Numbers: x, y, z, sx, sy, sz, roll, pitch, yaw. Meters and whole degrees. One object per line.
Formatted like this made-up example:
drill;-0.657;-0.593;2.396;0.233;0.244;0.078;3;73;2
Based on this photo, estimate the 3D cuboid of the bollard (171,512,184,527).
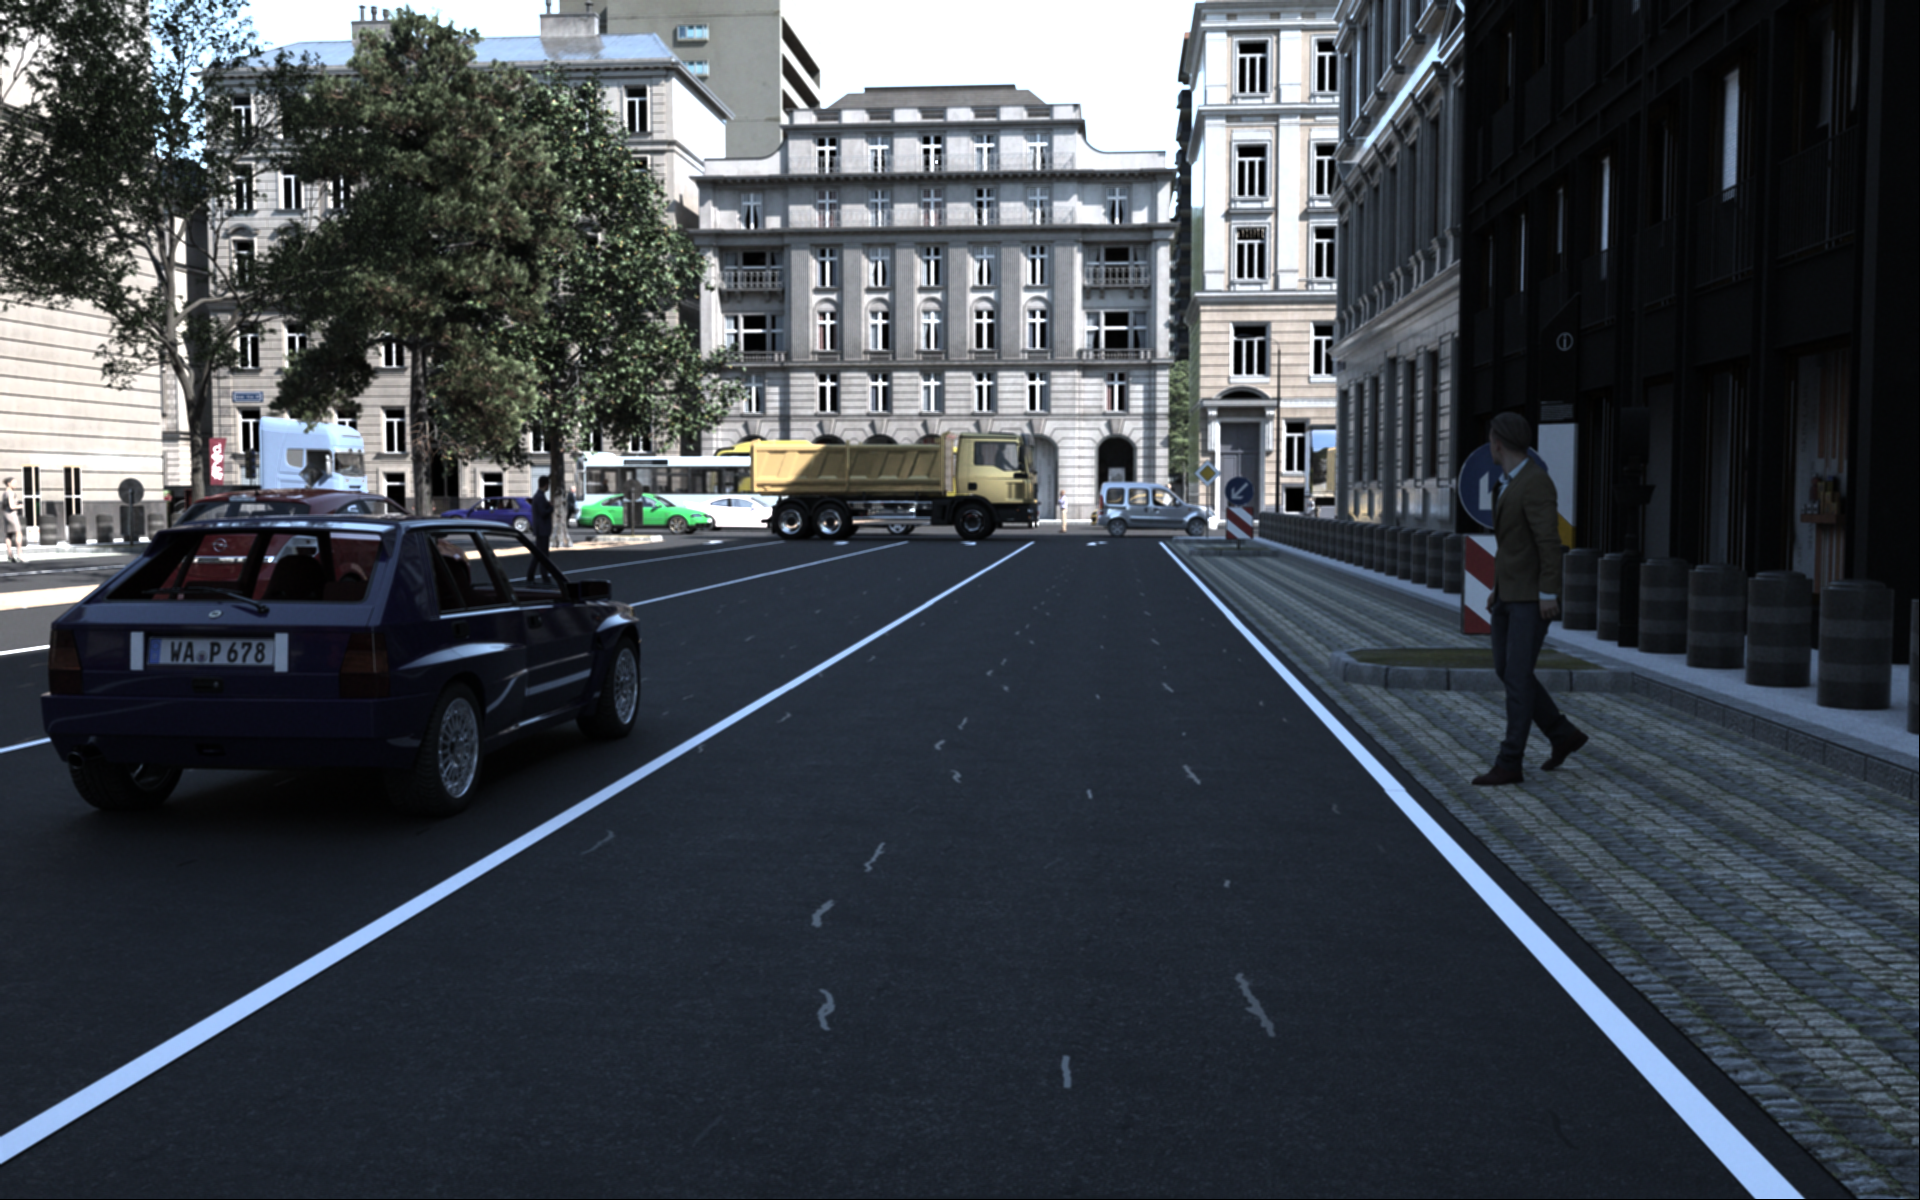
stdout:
bollard;-22.045;-2.091;48.898;0.404;0.777;0.398;0;3;0

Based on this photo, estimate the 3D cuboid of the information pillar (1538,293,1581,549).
information pillar;7.070;-1.779;20.448;0.183;3.616;0.504;-3;5;-40

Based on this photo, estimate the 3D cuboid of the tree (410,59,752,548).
tree;-10.655;-7.719;45.670;9.611;12.733;9.660;0;3;0

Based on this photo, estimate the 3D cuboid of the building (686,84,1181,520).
building;-0.853;-15.208;90.454;24.055;21.916;13.314;0;4;5

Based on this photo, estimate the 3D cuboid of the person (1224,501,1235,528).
person;11.380;-3.934;72.952;0.434;1.807;0.598;0;4;4

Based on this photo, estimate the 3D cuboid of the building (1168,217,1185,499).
building;30.163;-34.575;248.898;14.086;41.232;14.154;0;4;5

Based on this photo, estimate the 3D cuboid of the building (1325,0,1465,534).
building;14.725;-12.352;38.120;11.583;22.565;21.152;0;4;5

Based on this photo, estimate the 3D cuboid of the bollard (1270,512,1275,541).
bollard;8.623;-1.943;46.489;0.404;0.777;0.398;0;3;0

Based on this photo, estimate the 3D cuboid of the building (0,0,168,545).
building;-36.248;-15.237;46.392;25.104;27.353;12.463;0;4;5

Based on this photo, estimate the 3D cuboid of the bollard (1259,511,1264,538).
bollard;8.946;-2.164;50.106;0.404;0.777;0.398;0;3;0

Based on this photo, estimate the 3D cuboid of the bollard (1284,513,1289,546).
bollard;8.302;-1.723;42.890;0.404;0.777;0.398;0;3;0

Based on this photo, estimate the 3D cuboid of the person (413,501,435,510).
person;-23.322;-4.052;75.298;0.990;1.755;0.434;-2;4;-31

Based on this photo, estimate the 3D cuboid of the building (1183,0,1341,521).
building;21.673;-18.473;87.945;20.117;28.700;13.634;0;4;5

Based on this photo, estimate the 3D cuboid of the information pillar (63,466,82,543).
information pillar;-23.226;-2.499;45.355;0.304;2.012;0.304;1;4;14

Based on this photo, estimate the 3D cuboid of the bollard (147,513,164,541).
bollard;-22.150;-2.017;47.694;0.404;0.777;0.398;0;3;0

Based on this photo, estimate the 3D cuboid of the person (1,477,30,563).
person;-19.805;-1.678;36.272;0.599;1.781;0.374;3;5;42

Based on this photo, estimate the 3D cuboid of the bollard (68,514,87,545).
bollard;-22.471;-1.797;44.094;0.404;0.777;0.398;0;3;0

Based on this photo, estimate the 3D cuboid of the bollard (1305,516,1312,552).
bollard;7.872;-1.430;38.093;0.404;0.777;0.398;0;3;0

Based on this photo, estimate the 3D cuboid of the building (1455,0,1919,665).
building;13.640;-11.620;19.661;12.332;23.373;15.834;0;4;5

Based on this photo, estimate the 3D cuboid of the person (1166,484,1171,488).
person;8.219;-3.690;68.715;0.818;1.842;0.514;1;4;22

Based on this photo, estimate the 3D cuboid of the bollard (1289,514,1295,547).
bollard;8.197;-1.650;41.692;0.404;0.777;0.398;0;3;0

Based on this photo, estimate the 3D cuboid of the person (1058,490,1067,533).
person;3.824;-3.309;64.666;0.319;1.574;0.516;1;4;19

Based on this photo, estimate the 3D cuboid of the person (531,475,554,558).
person;-6.307;-1.023;26.152;0.530;1.710;0.541;-1;4;-9

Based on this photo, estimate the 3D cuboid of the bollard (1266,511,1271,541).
bollard;8.726;-2.017;47.696;0.404;0.777;0.398;0;3;0

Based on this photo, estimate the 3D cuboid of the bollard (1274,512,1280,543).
bollard;8.514;-1.870;45.292;0.404;0.777;0.398;0;3;0

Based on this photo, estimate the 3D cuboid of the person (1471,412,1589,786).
person;2.831;-0.017;8.697;0.836;1.842;0.656;-2;4;-30

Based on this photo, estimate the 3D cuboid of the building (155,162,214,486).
building;-48.442;-14.005;93.609;19.286;19.102;10.561;0;4;5

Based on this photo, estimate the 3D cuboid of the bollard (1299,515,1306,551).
bollard;7.981;-1.503;39.290;0.404;0.777;0.398;0;3;0

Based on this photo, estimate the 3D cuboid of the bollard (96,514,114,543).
bollard;-22.366;-1.870;45.295;0.404;0.777;0.398;0;3;0

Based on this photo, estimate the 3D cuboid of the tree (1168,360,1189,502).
tree;18.644;-13.975;146.625;7.486;12.596;7.792;0;3;0

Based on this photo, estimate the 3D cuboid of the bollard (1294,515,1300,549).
bollard;8.087;-1.576;40.487;0.404;0.777;0.398;0;3;0

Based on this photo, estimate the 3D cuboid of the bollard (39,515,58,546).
bollard;-22.579;-1.723;42.883;0.404;0.777;0.398;0;3;0

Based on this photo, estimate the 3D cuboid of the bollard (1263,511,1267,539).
bollard;8.839;-2.090;48.892;0.404;0.777;0.398;0;3;0

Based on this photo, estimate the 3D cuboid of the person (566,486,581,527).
person;-16.743;-4.051;75.134;0.834;1.777;0.661;1;4;12

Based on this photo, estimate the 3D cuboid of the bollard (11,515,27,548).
bollard;-22.687;-1.649;41.686;0.404;0.777;0.398;0;3;0

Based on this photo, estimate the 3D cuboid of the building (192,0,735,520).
building;-25.633;-18.048;92.351;25.104;27.353;12.463;0;4;5

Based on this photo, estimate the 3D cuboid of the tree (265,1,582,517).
tree;-11.749;-6.910;37.488;6.751;12.117;7.091;0;3;0

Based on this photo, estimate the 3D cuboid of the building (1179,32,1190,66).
building;31.554;-31.108;163.245;22.147;44.769;28.867;0;4;5

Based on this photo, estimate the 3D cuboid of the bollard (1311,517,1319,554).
bollard;7.761;-1.355;36.878;0.404;0.777;0.398;0;3;0

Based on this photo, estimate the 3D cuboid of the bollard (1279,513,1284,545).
bollard;8.410;-1.797;44.095;0.404;0.777;0.398;0;3;0

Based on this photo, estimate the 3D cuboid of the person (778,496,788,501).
person;-6.659;-3.454;65.079;0.391;1.810;0.635;0;4;1

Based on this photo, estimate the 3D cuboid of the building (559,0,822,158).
building;-24.939;-32.759;159.308;21.300;48.544;21.600;0;4;5

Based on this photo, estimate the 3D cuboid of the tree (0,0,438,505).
tree;-12.373;-5.597;28.381;8.767;10.594;7.601;0;4;5

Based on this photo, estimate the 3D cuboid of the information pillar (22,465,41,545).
information pillar;-23.590;-2.418;44.024;0.304;2.012;0.304;0;4;1

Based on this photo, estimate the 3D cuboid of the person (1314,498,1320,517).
person;15.985;-3.965;77.595;0.640;1.303;0.475;1;4;12

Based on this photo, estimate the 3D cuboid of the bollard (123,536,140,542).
bollard;-22.258;-1.944;46.497;0.404;0.777;0.398;0;3;0
